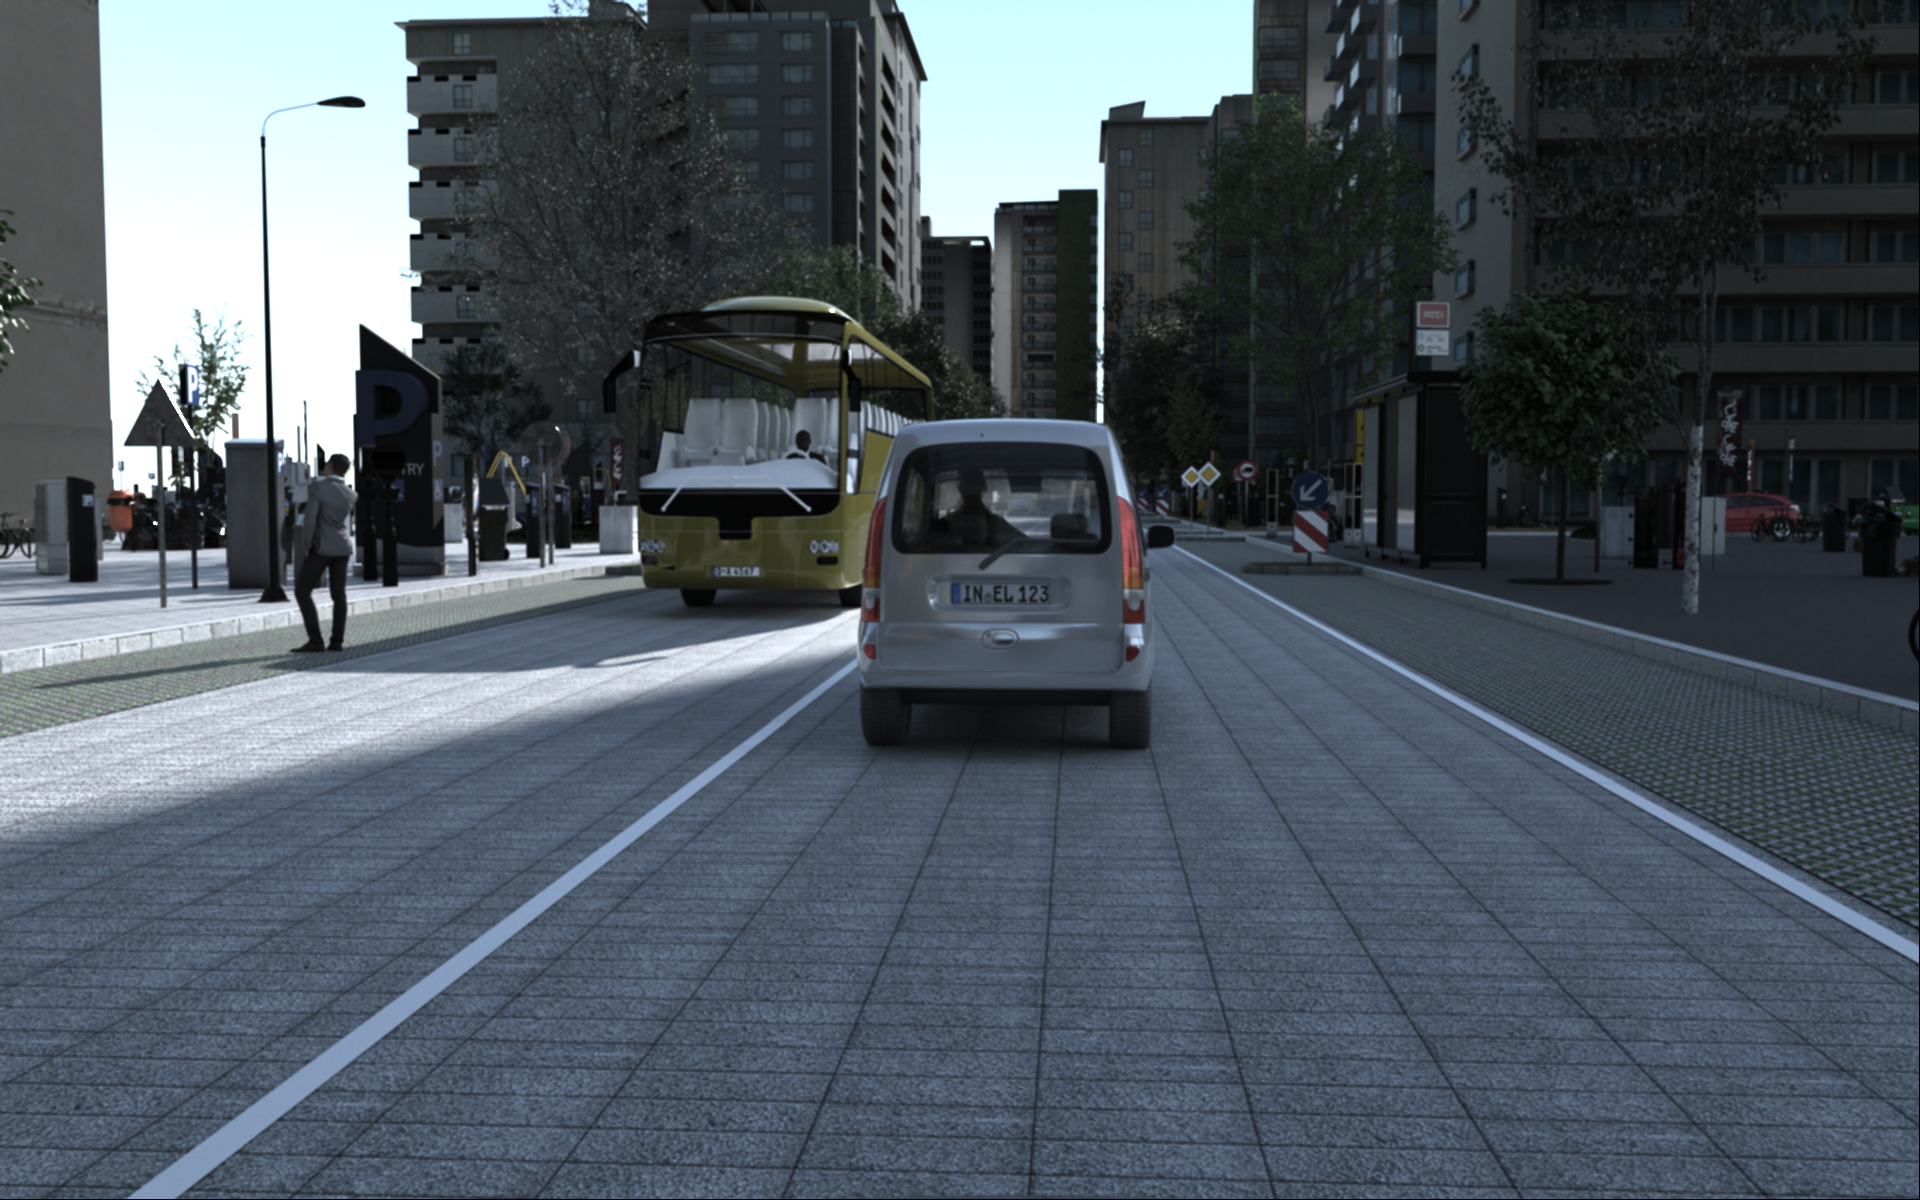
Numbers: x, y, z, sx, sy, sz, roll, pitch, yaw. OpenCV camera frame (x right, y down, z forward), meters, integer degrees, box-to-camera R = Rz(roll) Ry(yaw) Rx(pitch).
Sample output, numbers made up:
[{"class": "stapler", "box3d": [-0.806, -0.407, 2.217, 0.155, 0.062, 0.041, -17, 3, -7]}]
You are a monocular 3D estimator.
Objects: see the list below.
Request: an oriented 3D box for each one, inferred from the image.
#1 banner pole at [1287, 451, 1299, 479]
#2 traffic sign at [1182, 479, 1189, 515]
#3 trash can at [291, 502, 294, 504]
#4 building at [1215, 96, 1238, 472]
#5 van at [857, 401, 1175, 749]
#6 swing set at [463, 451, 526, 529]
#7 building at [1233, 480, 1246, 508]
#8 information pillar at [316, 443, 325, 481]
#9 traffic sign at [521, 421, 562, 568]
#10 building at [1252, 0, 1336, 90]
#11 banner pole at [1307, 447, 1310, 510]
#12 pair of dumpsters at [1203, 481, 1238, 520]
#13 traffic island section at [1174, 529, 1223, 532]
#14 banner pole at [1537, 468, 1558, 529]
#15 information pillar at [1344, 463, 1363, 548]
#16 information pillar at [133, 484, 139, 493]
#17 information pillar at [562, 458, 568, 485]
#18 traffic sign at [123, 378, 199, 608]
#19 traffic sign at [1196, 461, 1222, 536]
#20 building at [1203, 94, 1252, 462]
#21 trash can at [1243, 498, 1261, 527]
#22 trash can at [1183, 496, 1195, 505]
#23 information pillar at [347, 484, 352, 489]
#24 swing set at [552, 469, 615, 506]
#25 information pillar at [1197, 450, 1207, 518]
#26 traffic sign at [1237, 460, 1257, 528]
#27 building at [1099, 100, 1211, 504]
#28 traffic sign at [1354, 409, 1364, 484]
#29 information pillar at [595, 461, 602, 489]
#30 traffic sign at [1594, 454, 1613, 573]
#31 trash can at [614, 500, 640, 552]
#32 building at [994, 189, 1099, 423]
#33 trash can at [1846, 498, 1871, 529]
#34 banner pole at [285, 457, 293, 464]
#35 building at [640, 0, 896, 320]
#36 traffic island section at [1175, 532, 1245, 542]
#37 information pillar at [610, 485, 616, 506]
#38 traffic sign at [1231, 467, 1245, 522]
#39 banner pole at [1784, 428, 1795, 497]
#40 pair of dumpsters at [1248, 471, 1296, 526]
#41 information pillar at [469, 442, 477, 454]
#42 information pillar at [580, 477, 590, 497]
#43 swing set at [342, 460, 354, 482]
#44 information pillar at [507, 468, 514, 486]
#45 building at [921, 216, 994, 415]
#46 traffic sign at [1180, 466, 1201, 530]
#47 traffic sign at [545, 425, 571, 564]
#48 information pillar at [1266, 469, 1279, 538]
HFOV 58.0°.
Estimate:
[{"class": "banner pole", "box3d": [19.358, -6.760, 100.545, 0.863, 3.779, 0.401, 1, 4, 15]}, {"class": "traffic sign", "box3d": [12.702, -5.785, 96.717, 0.606, 2.300, 0.079, 1, 4, 14]}, {"class": "trash can", "box3d": [-30.286, -4.064, 78.106, 0.748, 1.137, 0.748, 0, 3, 0]}, {"class": "building", "box3d": [33.643, -30.410, 180.805, 14.154, 41.232, 14.086, 0, 4, 4]}, {"class": "van", "box3d": [0.394, -0.255, 11.177, 2.013, 2.044, 4.112, 0, 4, 5]}, {"class": "swing set", "box3d": [-16.970, -4.084, 64.387, 2.862, 2.851, 3.119, -1, 4, -13]}, {"class": "building", "box3d": [42.168, -28.705, 161.204, 32.217, 40.220, 23.993, 0, 4, 4]}, {"class": "information pillar", "box3d": [-29.188, -5.370, 79.148, 0.183, 3.616, 0.504, 1, 4, 21]}, {"class": "traffic sign", "box3d": [-7.287, -1.838, 30.157, 0.768, 2.556, 0.104, 1, 4, 12]}, {"class": "building", "box3d": [30.869, -28.083, 142.745, 14.154, 41.232, 14.086, 0, 4, 4]}, {"class": "banner pole", "box3d": [16.803, -5.704, 83.278, 0.401, 3.779, 0.863, 0, 4, 3]}, {"class": "pair of dumpsters", "box3d": [13.246, -5.202, 87.545, 1.574, 2.255, 4.437, 0, 4, 4]}, {"class": "traffic island section", "box3d": [8.180, -2.375, 61.116, 2.009, 0.180, 2.903, 0, 4, 4]}, {"class": "banner pole", "box3d": [21.630, -4.511, 63.769, 0.401, 3.779, 0.863, -3, 5, -44]}, {"class": "information pillar", "box3d": [9.318, -2.235, 41.038, 0.304, 2.012, 0.304, -2, 4, -34]}, {"class": "information pillar", "box3d": [-58.586, -7.258, 123.152, 0.304, 2.012, 0.304, -3, 5, -40]}, {"class": "information pillar", "box3d": [-22.516, -6.579, 98.929, 0.504, 3.616, 0.183, 0, 4, -8]}, {"class": "traffic sign", "box3d": [-8.992, -1.191, 19.484, 0.884, 2.594, 0.081, 0, 4, 6]}, {"class": "traffic sign", "box3d": [7.608, -3.023, 53.074, 0.795, 2.450, 0.064, 0, 4, 4]}, {"class": "building", "box3d": [34.899, -33.311, 194.744, 14.600, 45.320, 14.200, 0, 4, 4]}, {"class": "trash can", "box3d": [11.387, -3.414, 67.465, 0.748, 1.137, 0.748, 0, 3, 0]}, {"class": "trash can", "box3d": [14.060, -5.776, 106.084, 0.748, 1.137, 0.748, 0, 3, 0]}, {"class": "information pillar", "box3d": [-45.191, -7.574, 128.324, 0.304, 2.012, 0.304, -2, 4, -33]}, {"class": "swing set", "box3d": [-22.866, -6.649, 106.333, 3.119, 2.851, 2.862, -2, 4, -35]}, {"class": "information pillar", "box3d": [12.892, -6.172, 92.274, 0.504, 3.616, 0.183, 2, 4, 24]}, {"class": "traffic sign", "box3d": [10.737, -3.959, 64.837, 0.768, 2.556, 0.104, 0, 4, 4]}, {"class": "building", "box3d": [33.048, -39.798, 239.938, 27.495, 52.752, 28.713, 0, 4, 4]}, {"class": "traffic sign", "box3d": [10.569, -2.907, 41.409, 2.265, 3.308, 0.079, 0, 4, 8]}, {"class": "information pillar", "box3d": [-25.163, -7.903, 120.571, 0.504, 3.616, 0.183, -2, 4, -33]}, {"class": "traffic sign", "box3d": [10.427, -1.722, 28.267, 0.768, 2.556, 0.104, 0, 4, 7]}, {"class": "trash can", "box3d": [-7.358, -1.652, 38.661, 0.748, 1.137, 0.748, 0, 3, 0]}, {"class": "building", "box3d": [11.641, -33.706, 234.682, 14.086, 41.232, 14.154, 0, 4, 4]}, {"class": "trash can", "box3d": [30.897, -2.932, 59.598, 0.748, 1.137, 0.748, 0, 3, 0]}, {"class": "banner pole", "box3d": [-39.928, -6.890, 102.664, 0.863, 3.779, 0.401, 0, 4, 0]}, {"class": "building", "box3d": [-17.663, -32.944, 162.337, 21.300, 48.544, 21.600, 0, 4, 4]}, {"class": "traffic island section", "box3d": [7.632, -1.888, 53.150, 2.009, 0.180, 2.903, 0, 4, 4]}, {"class": "information pillar", "box3d": [-21.862, -6.398, 109.093, 0.304, 2.012, 0.304, 0, 4, 2]}, {"class": "traffic sign", "box3d": [12.838, -4.870, 79.727, 0.768, 2.556, 0.104, 0, 4, 7]}, {"class": "banner pole", "box3d": [31.575, -4.646, 65.987, 0.863, 3.779, 0.401, -3, 4, -37]}, {"class": "pair of dumpsters", "box3d": [12.850, -4.217, 71.443, 1.574, 2.255, 4.437, 0, 4, 4]}, {"class": "information pillar", "box3d": [-21.858, -5.291, 77.866, 0.183, 3.616, 0.504, 2, 4, 24]}, {"class": "information pillar", "box3d": [-16.051, -4.260, 74.135, 0.304, 2.012, 0.304, -3, 4, -36]}, {"class": "swing set", "box3d": [-26.910, -4.870, 77.248, 2.862, 2.851, 3.119, -1, 4, -22]}, {"class": "information pillar", "box3d": [-27.763, -7.076, 107.040, 0.504, 3.616, 0.183, 2, 4, 23]}, {"class": "building", "box3d": [-6.935, -33.810, 244.670, 23.993, 40.220, 32.217, 0, 4, 4]}, {"class": "traffic sign", "box3d": [8.156, -3.511, 61.040, 0.795, 2.450, 0.064, 0, 4, 4]}, {"class": "traffic sign", "box3d": [-7.476, -1.926, 31.598, 0.768, 2.556, 0.104, 0, 4, 4]}, {"class": "information pillar", "box3d": [9.221, -2.851, 51.108, 0.304, 2.012, 0.304, 1, 4, 17]}]
